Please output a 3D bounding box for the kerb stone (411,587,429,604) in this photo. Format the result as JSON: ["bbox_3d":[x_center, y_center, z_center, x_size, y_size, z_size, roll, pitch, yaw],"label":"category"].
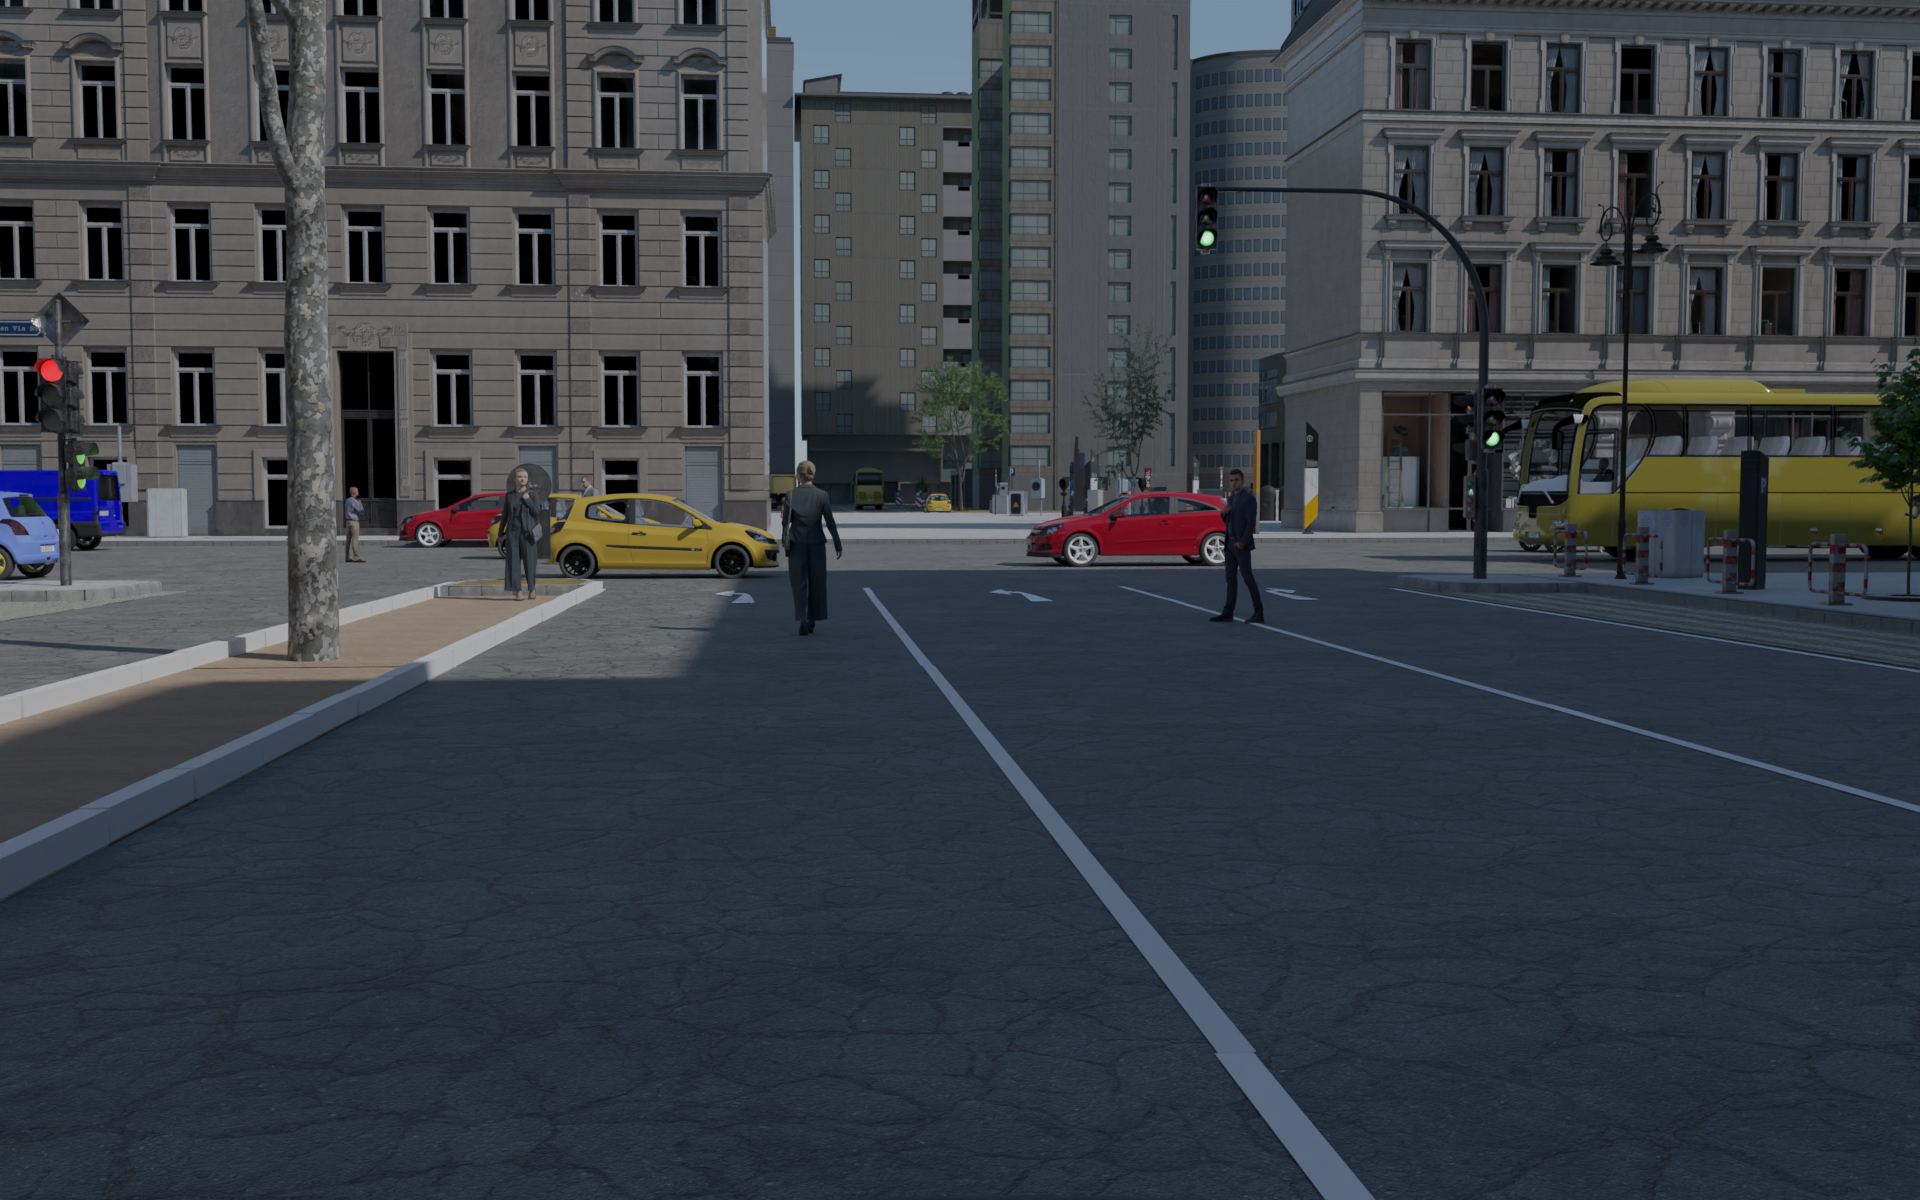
[{"bbox_3d":[-7.175,-0.035,22.771,0.120,0.150,1.000,0,4,-6],"label":"kerb stone"}]

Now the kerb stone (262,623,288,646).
[{"bbox_3d":[-6.572,0.341,16.632,0.120,0.150,1.000,0,4,-6],"label":"kerb stone"}]

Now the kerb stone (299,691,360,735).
[{"bbox_3d":[-3.891,0.707,10.641,0.120,0.150,1.000,0,4,-6],"label":"kerb stone"}]

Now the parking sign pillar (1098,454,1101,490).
[{"bbox_3d":[8.896,-7.872,117.181,1.447,3.967,1.447,3,5,41],"label":"parking sign pillar"}]

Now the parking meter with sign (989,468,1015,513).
[{"bbox_3d":[2.795,-7.308,115.753,1.738,3.016,0.543,-2,4,-33],"label":"parking meter with sign"}]

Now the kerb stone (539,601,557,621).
[{"bbox_3d":[-4.774,0.143,19.859,0.120,0.150,1.000,0,4,-6],"label":"kerb stone"}]

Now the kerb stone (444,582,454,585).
[{"bbox_3d":[-7.370,-0.159,24.814,0.120,0.150,1.000,0,4,-6],"label":"kerb stone"}]

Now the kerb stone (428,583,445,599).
[{"bbox_3d":[-7.267,-0.098,23.794,0.120,0.150,1.000,0,4,-6],"label":"kerb stone"}]

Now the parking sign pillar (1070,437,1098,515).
[{"bbox_3d":[5.622,-5.722,82.020,1.447,3.967,1.447,0,4,0],"label":"parking sign pillar"}]

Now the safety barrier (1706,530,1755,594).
[{"bbox_3d":[9.905,-0.489,22.277,0.300,0.817,1.120,0,4,-6],"label":"safety barrier"}]

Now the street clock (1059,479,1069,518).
[{"bbox_3d":[4.846,-4.661,80.778,0.471,2.002,0.358,3,5,45],"label":"street clock"}]

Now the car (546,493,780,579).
[{"bbox_3d":[-5.109,-1.202,29.869,3.980,1.641,2.015,0,4,-6],"label":"car"}]

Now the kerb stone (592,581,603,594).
[{"bbox_3d":[-5.267,-0.170,24.970,0.120,0.150,1.000,0,4,-6],"label":"kerb stone"}]

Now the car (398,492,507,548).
[{"bbox_3d":[-12.934,-2.323,47.017,4.494,1.783,2.155,0,4,-7],"label":"car"}]

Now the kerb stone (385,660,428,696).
[{"bbox_3d":[-4.082,0.581,12.689,0.120,0.150,1.000,0,4,-6],"label":"kerb stone"}]

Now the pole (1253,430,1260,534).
[{"bbox_3d":[9.446,-3.752,55.184,0.158,3.312,0.155,0,3,0],"label":"pole"}]

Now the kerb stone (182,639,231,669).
[{"bbox_3d":[-6.384,0.466,14.576,0.120,0.150,1.000,0,4,-6],"label":"kerb stone"}]

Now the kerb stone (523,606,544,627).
[{"bbox_3d":[-4.683,0.206,18.830,0.120,0.150,1.000,0,4,-6],"label":"kerb stone"}]

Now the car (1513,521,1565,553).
[{"bbox_3d":[15.902,-2.018,43.214,3.980,1.641,2.015,0,4,-6],"label":"car"}]

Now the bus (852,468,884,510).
[{"bbox_3d":[-8.508,-10.353,160.814,2.896,3.916,12.252,0,4,-4],"label":"bus"}]

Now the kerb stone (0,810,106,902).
[{"bbox_3d":[-3.479,0.957,6.553,0.120,0.150,1.000,0,4,-6],"label":"kerb stone"}]

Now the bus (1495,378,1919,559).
[{"bbox_3d":[18.093,-2.823,37.700,12.252,3.916,2.896,0,4,-7],"label":"bus"}]

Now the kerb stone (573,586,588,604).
[{"bbox_3d":[-5.072,-0.043,22.919,0.120,0.150,1.000,0,4,-6],"label":"kerb stone"}]

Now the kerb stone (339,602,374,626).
[{"bbox_3d":[-6.878,0.152,19.704,0.120,0.150,1.000,0,4,-6],"label":"kerb stone"}]

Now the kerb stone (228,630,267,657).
[{"bbox_3d":[-6.476,0.407,15.597,0.120,0.150,1.000,0,4,-6],"label":"kerb stone"}]

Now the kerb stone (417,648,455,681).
[{"bbox_3d":[-4.176,0.519,13.712,0.120,0.150,1.000,0,4,-6],"label":"kerb stone"}]

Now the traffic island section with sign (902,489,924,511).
[{"bbox_3d":[-3.587,-8.291,144.189,1.989,1.847,2.006,0,4,-6],"label":"traffic island section with sign"}]

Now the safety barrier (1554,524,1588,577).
[{"bbox_3d":[9.462,-0.769,26.846,0.300,0.817,1.120,0,4,-6],"label":"safety barrier"}]

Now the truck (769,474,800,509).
[{"bbox_3d":[-17.251,-10.574,168.812,3.469,3.379,9.791,0,4,-6],"label":"truck"}]

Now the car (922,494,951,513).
[{"bbox_3d":[-1.592,-6.790,121.237,2.015,1.641,3.980,0,4,-5],"label":"car"}]

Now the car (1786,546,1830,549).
[{"bbox_3d":[23.887,-2.243,46.462,4.222,1.686,2.009,0,4,-5],"label":"car"}]

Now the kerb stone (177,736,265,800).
[{"bbox_3d":[-3.678,0.831,8.602,0.120,0.150,1.000,0,4,-6],"label":"kerb stone"}]

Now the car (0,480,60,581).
[{"bbox_3d":[-17.192,-1.191,29.064,3.694,1.707,1.945,0,4,-4],"label":"car"}]

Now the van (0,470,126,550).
[{"bbox_3d":[-24.121,-2.408,43.758,5.245,2.365,2.240,0,4,-7],"label":"van"}]

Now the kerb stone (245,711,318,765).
[{"bbox_3d":[-3.783,0.771,9.622,0.120,0.150,1.000,0,4,-6],"label":"kerb stone"}]

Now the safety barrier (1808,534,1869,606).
[{"bbox_3d":[10.127,-0.350,19.992,0.300,0.817,1.120,0,4,-6],"label":"safety barrier"}]

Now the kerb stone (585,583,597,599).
[{"bbox_3d":[-5.170,-0.105,23.946,0.120,0.150,1.000,0,4,-6],"label":"kerb stone"}]

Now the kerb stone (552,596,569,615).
[{"bbox_3d":[-4.873,0.087,20.879,0.120,0.150,1.000,0,4,-6],"label":"kerb stone"}]

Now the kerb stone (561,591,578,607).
[{"bbox_3d":[-4.983,0.018,21.898,0.120,0.150,1.000,0,4,-6],"label":"kerb stone"}]

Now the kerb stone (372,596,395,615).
[{"bbox_3d":[-6.975,0.092,20.726,0.120,0.150,1.000,0,4,-6],"label":"kerb stone"}]

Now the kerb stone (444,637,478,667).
[{"bbox_3d":[-4.276,0.456,14.736,0.120,0.150,1.000,0,4,-6],"label":"kerb stone"}]

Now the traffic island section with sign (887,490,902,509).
[{"bbox_3d":[-6.206,-9.932,171.017,1.989,1.847,2.006,0,4,-6],"label":"traffic island section with sign"}]

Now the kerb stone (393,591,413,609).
[{"bbox_3d":[-7.071,0.027,21.747,0.120,0.150,1.000,0,4,-6],"label":"kerb stone"}]

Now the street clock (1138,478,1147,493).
[{"bbox_3d":[8.071,-4.412,76.709,0.358,2.002,0.471,-1,4,-17],"label":"street clock"}]

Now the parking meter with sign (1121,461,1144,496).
[{"bbox_3d":[9.293,-5.772,90.628,1.738,3.016,0.543,0,4,-2],"label":"parking meter with sign"}]

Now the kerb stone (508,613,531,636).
[{"bbox_3d":[-4.575,0.270,17.810,0.120,0.150,1.000,0,4,-6],"label":"kerb stone"}]

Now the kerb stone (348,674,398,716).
[{"bbox_3d":[-3.978,0.646,11.669,0.120,0.150,1.000,0,4,-6],"label":"kerb stone"}]

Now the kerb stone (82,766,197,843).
[{"bbox_3d":[-3.588,0.894,7.581,0.120,0.150,1.000,0,4,-6],"label":"kerb stone"}]

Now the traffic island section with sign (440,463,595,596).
[{"bbox_3d":[-6.345,-1.039,25.129,2.006,1.907,1.989,0,4,-6],"label":"traffic island section with sign"}]

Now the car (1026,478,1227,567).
[{"bbox_3d":[3.557,-1.583,34.926,4.494,1.783,2.155,0,4,-7],"label":"car"}]

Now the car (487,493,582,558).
[{"bbox_3d":[-8.479,-1.743,38.715,3.980,1.641,2.015,0,4,-4],"label":"car"}]

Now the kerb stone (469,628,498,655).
[{"bbox_3d":[-4.378,0.394,15.760,0.120,0.150,1.000,0,4,-6],"label":"kerb stone"}]

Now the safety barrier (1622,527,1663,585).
[{"bbox_3d":[9.677,-0.629,24.561,0.300,0.817,1.120,0,4,-6],"label":"safety barrier"}]

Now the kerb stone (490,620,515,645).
[{"bbox_3d":[-4.477,0.334,16.784,0.120,0.150,1.000,0,4,-6],"label":"kerb stone"}]
